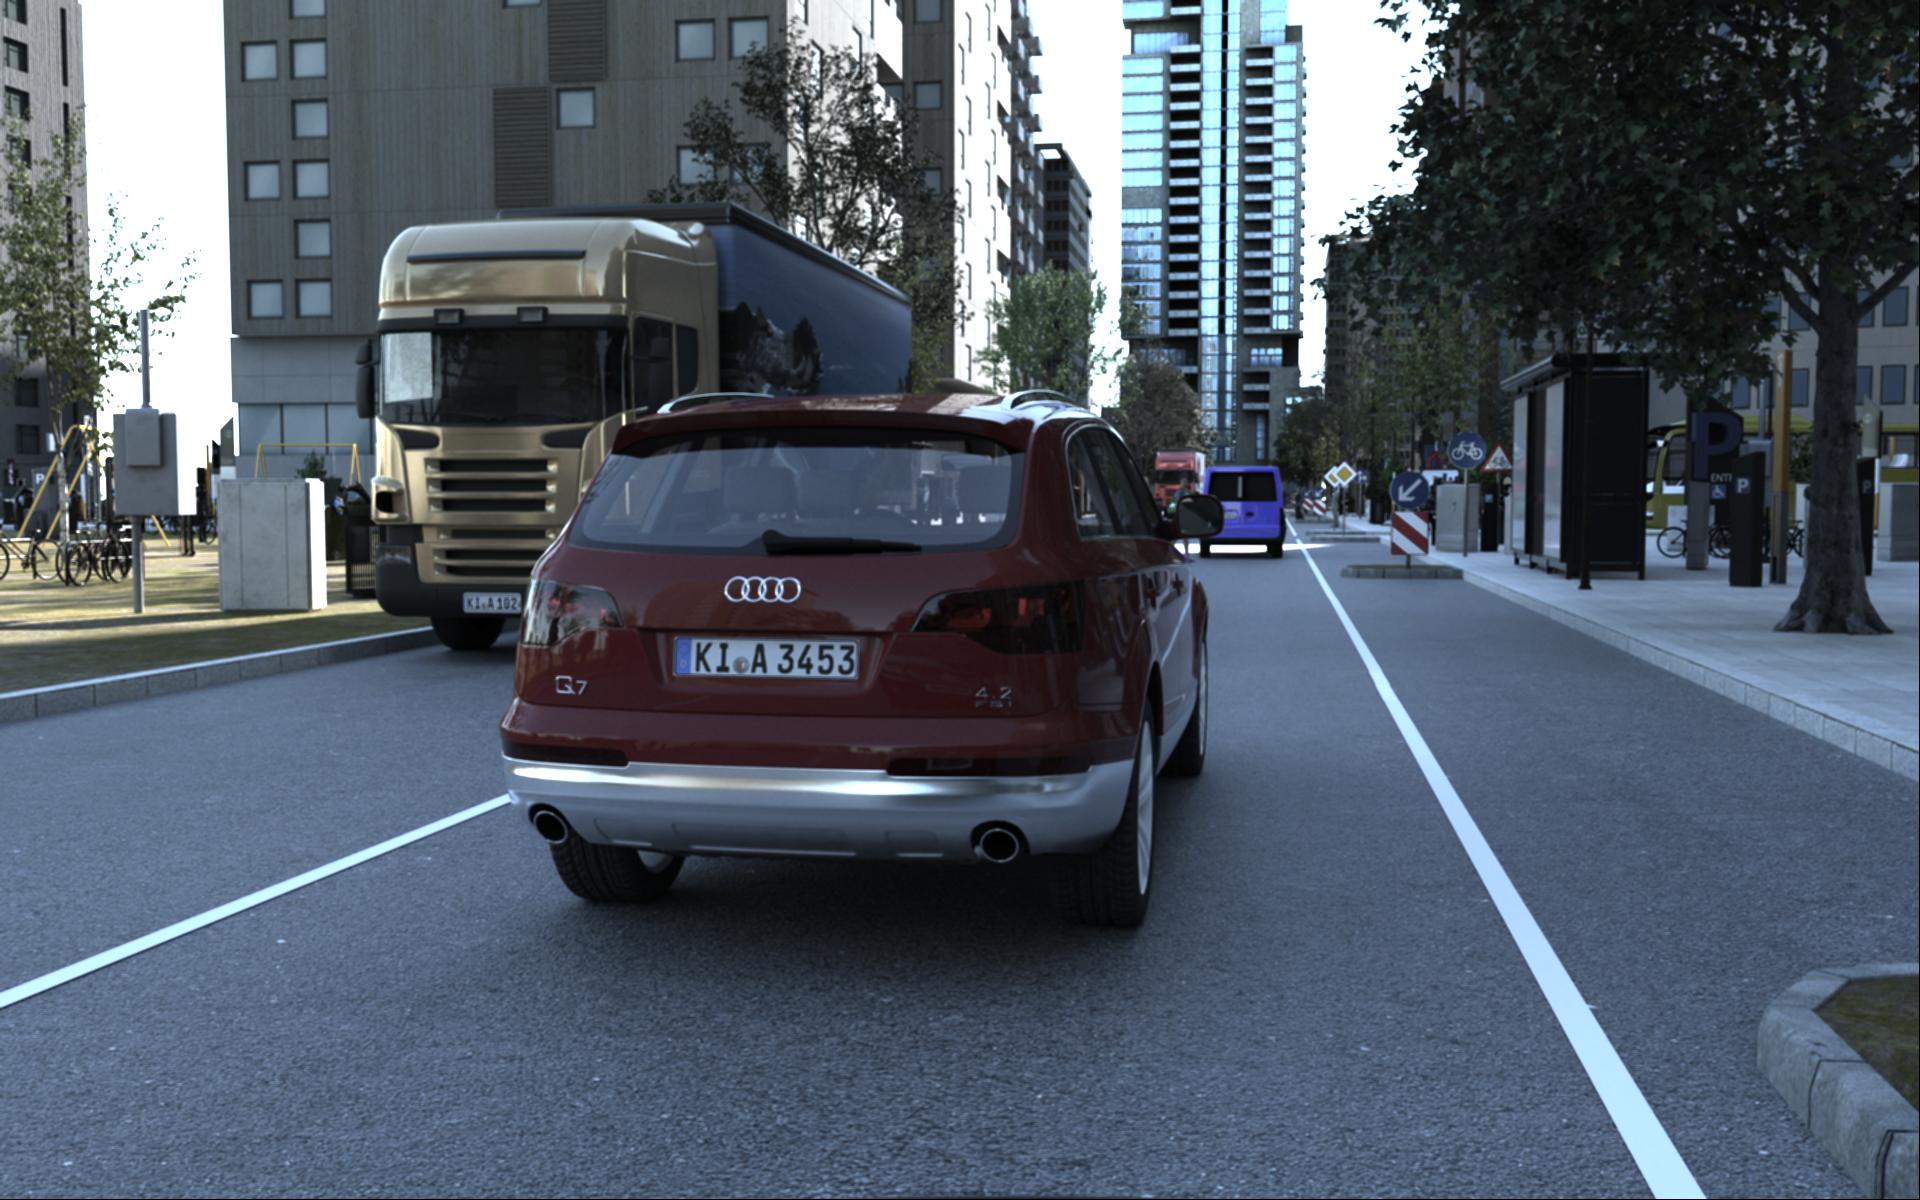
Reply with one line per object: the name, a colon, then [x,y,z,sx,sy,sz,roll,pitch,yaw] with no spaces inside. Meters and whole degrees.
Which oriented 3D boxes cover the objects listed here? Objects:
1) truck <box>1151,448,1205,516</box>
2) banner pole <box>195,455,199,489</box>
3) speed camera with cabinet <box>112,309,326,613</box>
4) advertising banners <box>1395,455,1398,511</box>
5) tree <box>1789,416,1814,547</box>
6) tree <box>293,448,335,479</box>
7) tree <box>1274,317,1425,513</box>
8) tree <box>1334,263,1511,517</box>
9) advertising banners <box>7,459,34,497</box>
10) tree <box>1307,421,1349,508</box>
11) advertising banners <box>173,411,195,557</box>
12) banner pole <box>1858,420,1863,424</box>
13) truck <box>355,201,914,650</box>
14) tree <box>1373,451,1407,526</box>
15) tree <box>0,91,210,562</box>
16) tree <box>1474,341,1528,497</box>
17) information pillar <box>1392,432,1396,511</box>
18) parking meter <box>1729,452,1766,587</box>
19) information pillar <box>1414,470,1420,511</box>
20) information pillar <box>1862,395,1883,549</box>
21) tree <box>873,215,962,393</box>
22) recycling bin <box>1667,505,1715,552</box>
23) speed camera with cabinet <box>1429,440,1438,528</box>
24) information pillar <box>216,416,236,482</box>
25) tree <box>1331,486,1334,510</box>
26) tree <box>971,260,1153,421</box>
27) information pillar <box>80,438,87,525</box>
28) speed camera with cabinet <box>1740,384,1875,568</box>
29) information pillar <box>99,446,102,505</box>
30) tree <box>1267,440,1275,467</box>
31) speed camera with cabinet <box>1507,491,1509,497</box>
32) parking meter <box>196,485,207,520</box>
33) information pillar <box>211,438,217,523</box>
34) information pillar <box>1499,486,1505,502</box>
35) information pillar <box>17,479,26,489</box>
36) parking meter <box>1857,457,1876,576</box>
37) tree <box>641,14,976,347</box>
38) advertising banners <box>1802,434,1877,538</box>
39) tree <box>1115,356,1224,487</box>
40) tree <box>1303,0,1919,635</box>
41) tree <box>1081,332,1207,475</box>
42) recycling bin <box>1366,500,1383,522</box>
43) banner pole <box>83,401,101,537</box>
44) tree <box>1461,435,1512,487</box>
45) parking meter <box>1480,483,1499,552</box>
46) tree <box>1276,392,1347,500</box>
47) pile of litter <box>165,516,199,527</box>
truck: [13.771,-7.314,108.504,2.839,4.237,11.283,1,4,11]
banner pole: [-48.852,-7.376,110.610,0.863,3.779,0.401,-3,5,-42]
speed camera with cabinet: [-8.040,-1.498,18.828,2.038,3.252,0.660,0,4,-5]
advertising banners: [19.289,-4.913,76.510,0.090,3.025,2.074,1,4,17]
tree: [20.885,-2.912,42.214,1.663,3.219,1.824,0,3,0]
tree: [-26.937,-4.768,72.554,1.663,3.219,1.824,0,3,0]
tree: [26.637,-12.693,117.898,12.009,13.543,11.850,0,3,0]
tree: [13.217,-5.947,47.593,4.737,8.622,4.395,0,3,0]
advertising banners: [-46.881,-5.524,86.512,2.074,3.025,0.090,2,4,27]
tree: [35.083,-13.118,164.848,4.360,8.622,3.978,0,3,0]
advertising banners: [-16.229,-2.444,36.152,0.090,3.025,2.074,-2,4,-33]
banner pole: [30.310,-4.196,58.624,0.401,3.779,0.863,0,4,2]
truck: [-2.922,-1.846,19.095,2.839,4.237,11.283,1,4,11]
tree: [17.765,-4.642,70.492,1.663,3.219,1.824,0,3,0]
tree: [-16.728,-5.027,32.552,4.737,8.622,4.395,0,3,0]
tree: [26.107,-8.033,81.703,4.360,8.622,3.978,0,3,0]
information pillar: [16.445,-4.542,65.619,0.183,3.616,0.504,1,4,15]
parking meter: [10.905,-1.119,24.015,0.255,1.863,0.399,-2,4,-33]
information pillar: [14.127,-2.982,53.243,0.304,2.012,0.304,-2,4,-27]
information pillar: [21.384,-3.017,40.679,0.183,3.616,0.504,-1,4,-21]
tree: [-1.773,-5.818,45.482,4.737,8.622,4.395,0,3,0]
recycling bin: [16.367,-1.605,38.795,0.722,1.027,0.722,-2,4,-29]
speed camera with cabinet: [17.342,-4.285,64.395,0.660,3.252,2.038,0,4,1]
information pillar: [-21.888,-3.698,51.823,0.504,3.616,0.183,1,4,14]
tree: [30.937,-9.029,142.218,1.663,3.219,1.824,0,3,0]
tree: [4.327,-9.171,75.709,9.928,11.665,9.643,0,3,0]
information pillar: [-36.215,-4.904,71.528,0.183,3.616,0.504,-3,4,-38]
speed camera with cabinet: [14.465,-2.156,29.592,2.038,3.252,0.660,3,4,37]
information pillar: [-42.424,-5.751,85.377,0.183,3.616,0.504,-3,4,-38]
tree: [41.172,-17.651,205.607,9.611,12.733,9.660,0,3,0]
speed camera with cabinet: [34.423,-7.019,109.099,2.038,3.252,0.660,3,4,36]
parking meter: [-35.554,-4.623,81.294,0.255,1.863,0.399,0,4,0]
information pillar: [-31.028,-4.954,72.360,0.183,3.616,0.504,2,4,31]
information pillar: [28.297,-5.264,90.553,0.304,2.012,0.304,0,4,5]
information pillar: [-45.444,-4.857,83.903,0.304,2.012,0.304,-1,4,-13]
parking meter: [14.122,-1.315,27.218,0.399,1.863,0.255,-1,4,-20]
tree: [-3.420,-6.143,34.856,8.767,10.594,7.601,1,4,19]
advertising banners: [25.118,-3.261,49.513,2.074,3.025,0.090,3,5,43]
tree: [16.436,-13.855,143.533,9.611,12.733,9.660,0,3,0]
tree: [8.066,-6.049,15.903,9.611,12.733,9.660,0,3,0]
tree: [13.781,-13.487,130.877,12.009,13.543,11.850,0,3,0]
recycling bin: [19.099,-4.105,79.678,0.722,1.027,0.722,1,4,9]
banner pole: [-23.176,-3.443,46.309,0.401,3.779,0.863,0,4,3]
tree: [29.468,-6.891,96.374,4.285,4.588,4.351,0,3,0]
parking meter: [11.831,-1.853,38.701,0.372,1.533,0.369,0,3,0]
tree: [35.566,-15.169,173.760,9.928,11.665,9.643,0,3,0]
pile of litter: [-30.890,-3.349,68.724,1.176,0.858,1.719,2,4,29]
